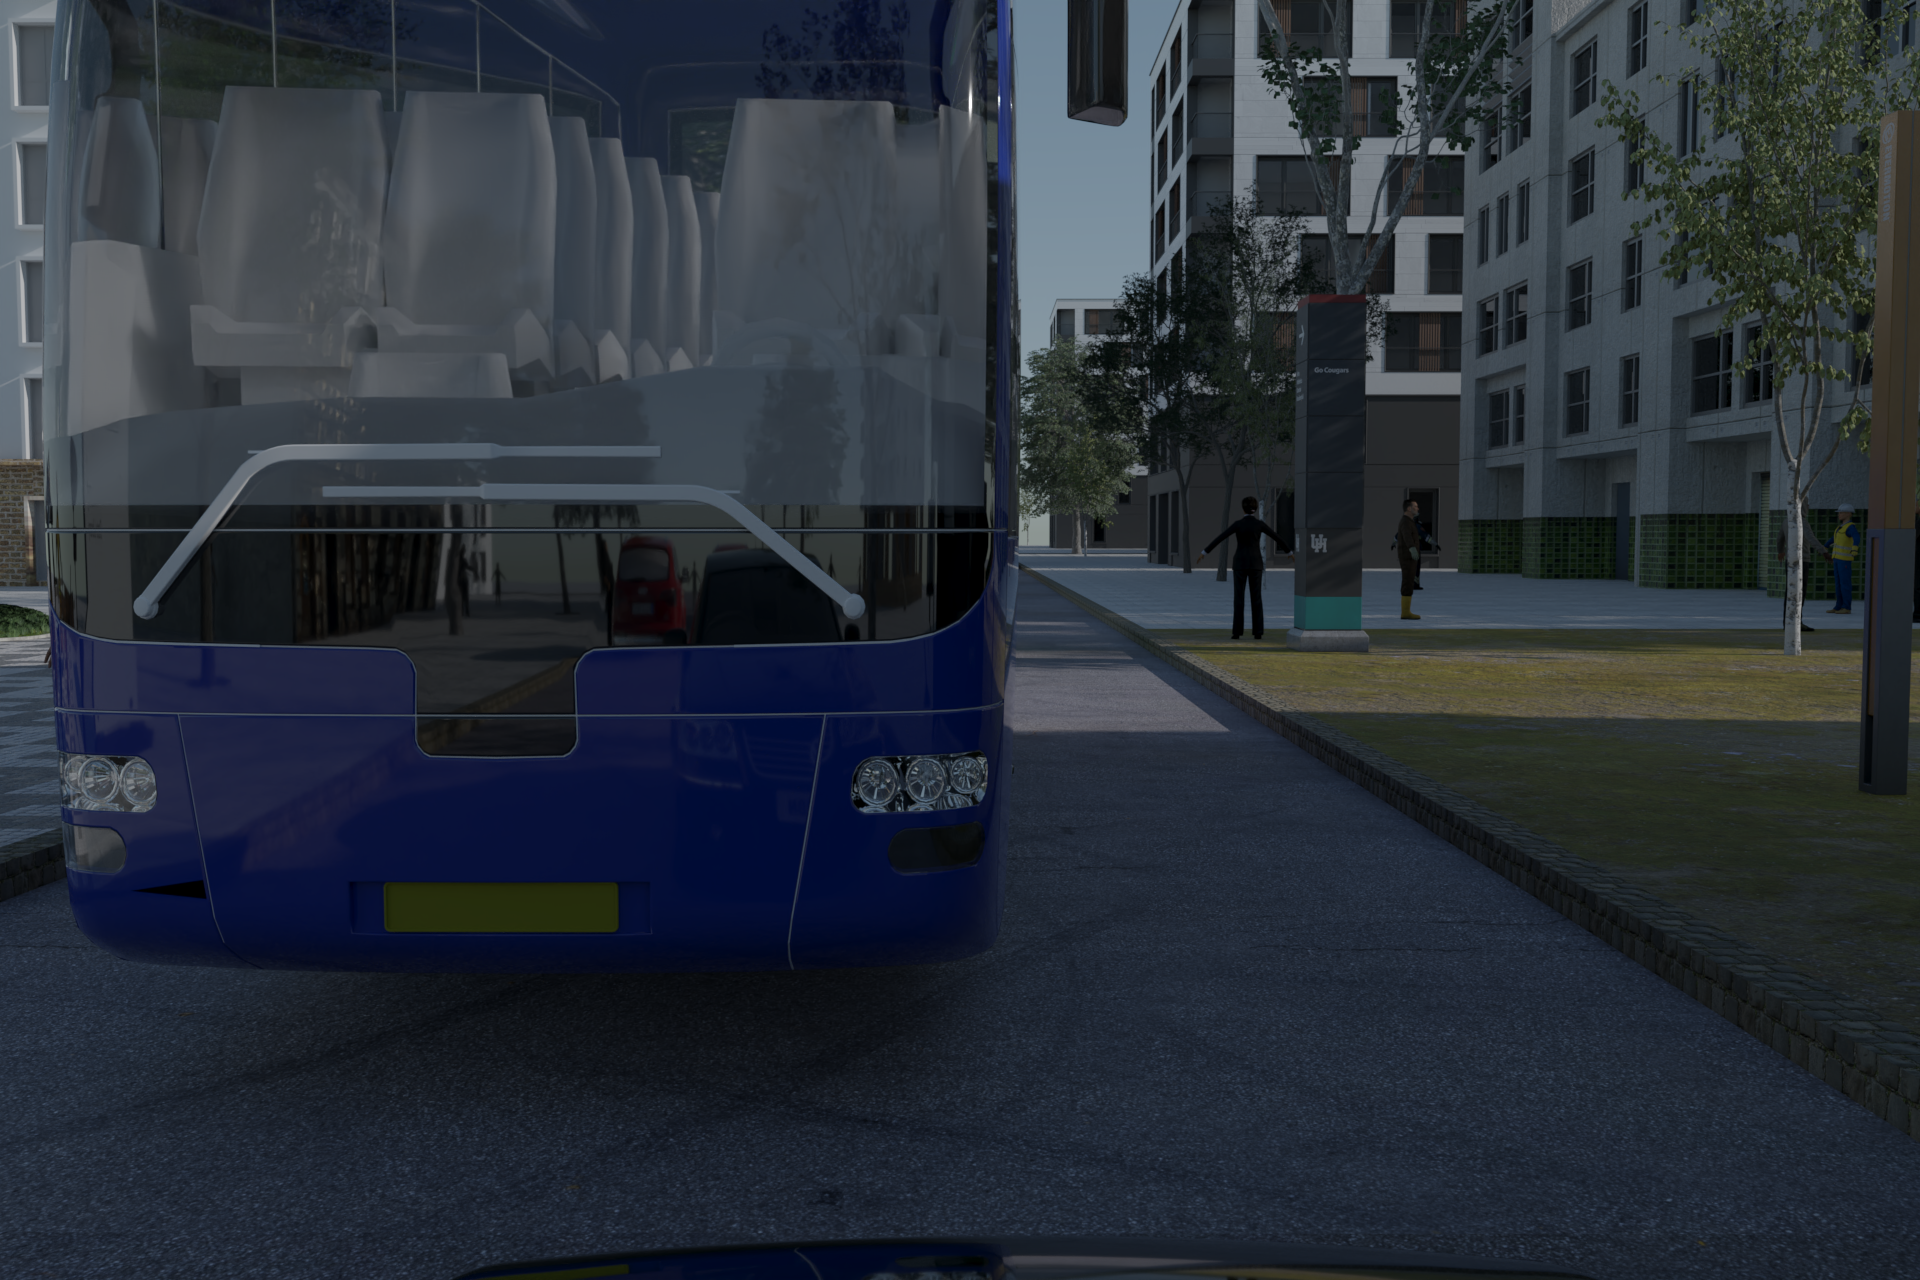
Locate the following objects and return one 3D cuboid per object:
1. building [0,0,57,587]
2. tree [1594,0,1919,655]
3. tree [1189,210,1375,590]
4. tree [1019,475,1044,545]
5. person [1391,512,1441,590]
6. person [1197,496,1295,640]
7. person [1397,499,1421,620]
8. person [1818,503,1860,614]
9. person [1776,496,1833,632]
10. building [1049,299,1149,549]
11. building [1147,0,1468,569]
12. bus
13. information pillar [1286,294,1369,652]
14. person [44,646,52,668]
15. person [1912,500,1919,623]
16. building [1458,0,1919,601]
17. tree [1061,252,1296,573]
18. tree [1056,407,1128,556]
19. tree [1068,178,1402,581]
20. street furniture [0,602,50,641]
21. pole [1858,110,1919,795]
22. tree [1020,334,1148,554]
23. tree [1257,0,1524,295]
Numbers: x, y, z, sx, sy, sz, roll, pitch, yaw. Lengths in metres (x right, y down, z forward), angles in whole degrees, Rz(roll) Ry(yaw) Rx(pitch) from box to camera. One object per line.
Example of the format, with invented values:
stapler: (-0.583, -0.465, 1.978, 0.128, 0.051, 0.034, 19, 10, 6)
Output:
building: (-24.956, -11.456, 43.733, 16.016, 20.090, 11.380, 0, 4, 1)
tree: (8.739, -4.131, 17.909, 4.737, 8.622, 4.395, 0, 3, 0)
tree: (6.979, -5.485, 40.035, 4.360, 8.622, 3.978, 0, 3, 0)
tree: (7.559, -15.197, 198.828, 4.737, 8.622, 4.395, 0, 3, 0)
person: (10.428, -2.081, 39.810, 0.705, 1.856, 1.354, -3, 5, -39)
person: (3.500, -0.882, 21.137, 1.216, 1.740, 0.721, 0, 4, -3)
person: (6.778, -1.217, 26.038, 0.704, 1.812, 1.346, 1, 4, 15)
person: (14.142, -1.310, 27.884, 0.721, 1.772, 1.216, 0, 4, 2)
person: (11.102, -1.026, 22.908, 0.705, 1.813, 1.348, 0, 4, 0)
building: (22.438, -19.740, 166.728, 27.936, 21.610, 32.646, 0, 4, 0)
building: (22.353, -14.414, 79.643, 27.936, 21.610, 32.646, 0, 3, 0)
bus: (-1.053, -1.118, 9.825, 2.896, 3.916, 12.251, 0, 4, 0)
information pillar: (4.068, -1.817, 19.086, 0.750, 3.857, 0.750, 0, 4, 0)
person: (-3.549, 0.064, 7.604, 0.705, 1.806, 1.347, 0, 4, 1)
person: (13.886, -1.151, 25.045, 1.346, 1.802, 0.704, -3, 4, -36)
building: (24.767, -10.687, 41.185, 16.747, 18.905, 31.486, 0, 4, 1)
tree: (7.496, -7.480, 56.712, 8.767, 10.594, 7.601, 0, 4, 5)
tree: (7.344, -9.142, 99.832, 4.737, 8.622, 4.395, 0, 3, 0)
tree: (7.121, -6.844, 46.311, 8.767, 10.594, 7.601, 0, 4, -8)
street furniture: (-8.647, -0.375, 21.755, 10.072, 0.657, 5.734, 1, 4, 13)
pole: (4.576, -0.896, 8.491, 0.158, 3.312, 0.155, 0, 3, 0)
tree: (7.332, -12.372, 108.938, 9.857, 13.997, 8.962, 0, 3, 0)
tree: (7.996, -10.614, 29.435, 12.611, 20.169, 13.585, 0, 3, 0)
